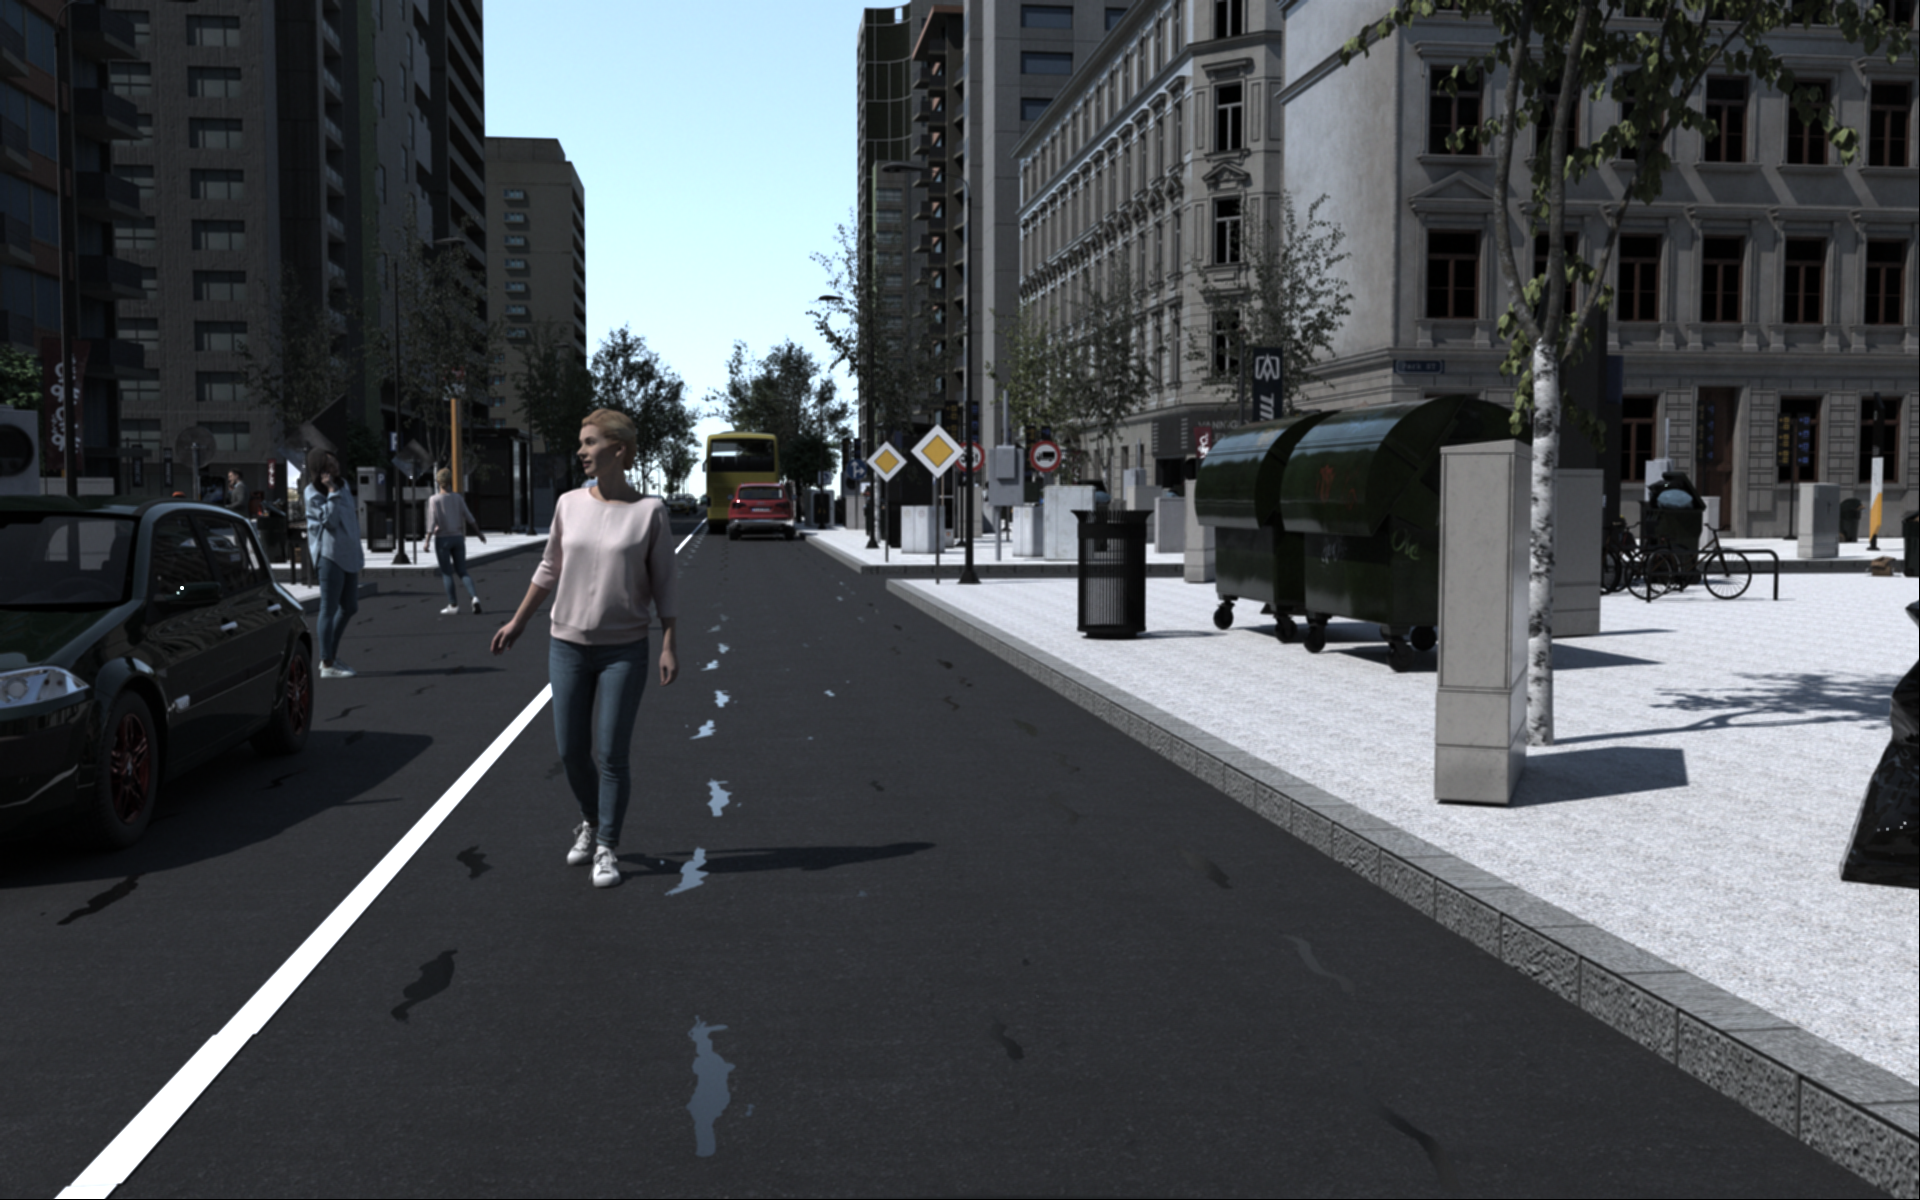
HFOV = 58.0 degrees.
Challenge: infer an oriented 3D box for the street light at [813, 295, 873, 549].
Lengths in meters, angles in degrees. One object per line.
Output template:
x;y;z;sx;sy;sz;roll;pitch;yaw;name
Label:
-2.604;-4.166;40.647;1.470;5.913;1.316;0;4;-8;street light

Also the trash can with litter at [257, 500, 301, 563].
-12.503;-1.273;32.198;1.055;1.170;0.624;-1;4;-10;trash can with litter

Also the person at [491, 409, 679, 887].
-1.394;0.163;6.501;0.731;1.740;0.598;0;4;-2;person

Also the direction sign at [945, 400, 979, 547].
0.044;-3.062;42.053;0.876;3.537;0.379;-1;4;-20;direction sign

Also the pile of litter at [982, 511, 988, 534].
0.307;-2.613;56.684;1.176;0.858;1.719;0;4;-4;pile of litter

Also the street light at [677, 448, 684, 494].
-28.749;-12.311;173.820;1.470;5.913;1.316;0;4;-8;street light

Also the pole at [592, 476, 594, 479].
-21.795;-6.669;102.873;0.158;3.312;0.155;0;3;0;pole

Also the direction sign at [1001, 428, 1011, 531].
1.596;-4.157;59.966;0.379;3.537;0.876;-1;4;-19;direction sign

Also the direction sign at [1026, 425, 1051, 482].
2.579;-3.985;57.158;0.876;3.537;0.379;-1;4;-18;direction sign

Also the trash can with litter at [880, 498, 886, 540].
-1.744;-2.238;47.974;1.055;1.170;0.624;1;4;15;trash can with litter

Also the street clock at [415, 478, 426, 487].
-24.328;-4.500;78.147;0.471;2.002;0.358;-2;4;-26;street clock

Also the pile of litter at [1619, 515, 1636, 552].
14.410;-1.514;38.724;1.719;0.858;1.176;-2;4;-24;pile of litter

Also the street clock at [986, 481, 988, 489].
1.647;-5.532;95.022;0.471;2.002;0.358;3;5;41;street clock

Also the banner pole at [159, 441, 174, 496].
-37.672;-5.634;82.131;0.401;3.779;0.863;2;4;32;banner pole

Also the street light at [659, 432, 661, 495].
-22.809;-9.583;129.224;1.470;5.913;1.316;0;4;-8;street light

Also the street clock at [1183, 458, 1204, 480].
4.707;-1.836;34.596;0.471;2.002;0.358;3;5;43;street clock

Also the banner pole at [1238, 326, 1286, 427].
4.448;-2.200;25.987;0.863;3.779;0.401;0;4;-6;banner pole

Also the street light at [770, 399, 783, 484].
-8.549;-6.862;84.736;1.470;5.913;1.316;0;4;-8;street light

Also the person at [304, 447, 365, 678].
-4.912;-0.293;13.550;0.793;1.790;0.793;-2;4;-24;person

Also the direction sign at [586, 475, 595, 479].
-16.314;-5.220;77.348;0.876;3.537;0.379;1;4;18;direction sign

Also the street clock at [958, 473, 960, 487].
-0.136;-3.362;59.538;0.358;2.002;0.471;-1;4;-15;street clock

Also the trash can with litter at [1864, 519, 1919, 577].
14.642;-0.946;26.862;1.055;1.170;0.624;2;4;35;trash can with litter

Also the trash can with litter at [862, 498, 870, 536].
-2.438;-2.557;53.192;1.055;1.170;0.624;-1;4;-18;trash can with litter

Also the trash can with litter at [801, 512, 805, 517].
-8.981;-5.318;98.342;1.055;1.170;0.624;-2;4;-34;trash can with litter

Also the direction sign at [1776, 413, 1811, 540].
23.301;-3.455;48.485;0.876;3.537;0.379;0;4;4;direction sign

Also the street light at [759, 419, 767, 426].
-11.512;-8.221;106.952;1.470;5.913;1.316;0;4;-8;street light

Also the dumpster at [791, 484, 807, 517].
-8.955;-5.442;94.737;1.264;1.857;1.865;0;4;-8;dumpster

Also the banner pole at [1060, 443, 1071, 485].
5.221;-5.838;85.461;0.863;3.779;0.401;3;5;44;banner pole

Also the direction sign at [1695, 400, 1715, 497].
18.072;-3.063;42.073;0.876;3.537;0.379;-3;5;-41;direction sign

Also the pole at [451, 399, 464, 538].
-10.783;-2.649;37.158;0.158;3.312;0.155;0;3;0;pole

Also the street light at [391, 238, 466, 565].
-9.671;-3.609;31.540;1.470;5.913;1.316;0;4;-8;street light

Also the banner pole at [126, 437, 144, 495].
-36.596;-5.305;76.746;0.863;3.779;0.401;-3;5;-42;banner pole

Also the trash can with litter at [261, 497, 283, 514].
-16.383;-1.873;41.689;1.678;1.210;2.233;1;4;15;trash can with litter

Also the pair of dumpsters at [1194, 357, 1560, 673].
3.301;-0.730;14.432;1.574;2.255;4.437;0;4;-8;pair of dumpsters

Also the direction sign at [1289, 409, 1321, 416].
9.224;-3.327;46.400;0.876;3.537;0.379;0;4;-6;direction sign

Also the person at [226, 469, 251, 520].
-11.802;-1.220;28.246;0.447;1.846;0.655;-1;4;-21;person

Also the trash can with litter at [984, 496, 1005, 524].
1.262;-3.966;75.896;1.678;1.210;2.233;0;4;-1;trash can with litter

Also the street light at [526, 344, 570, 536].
-12.725;-4.954;53.533;1.470;5.913;1.316;0;4;-8;street light

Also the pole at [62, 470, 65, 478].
-15.915;-2.264;30.861;0.158;3.312;0.155;0;3;0;pole

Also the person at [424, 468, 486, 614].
-5.955;-0.705;20.691;0.598;1.740;0.731;2;4;32;person

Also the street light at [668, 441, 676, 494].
-25.819;-10.965;151.811;1.470;5.913;1.316;0;4;-8;street light

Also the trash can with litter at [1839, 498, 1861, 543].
23.326;-2.093;45.600;1.055;1.170;0.624;-2;4;-35;trash can with litter

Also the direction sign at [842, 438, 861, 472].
-4.372;-4.769;69.976;0.876;3.537;0.379;-2;4;-33;direction sign

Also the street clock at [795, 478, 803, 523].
-7.121;-4.405;76.599;0.358;2.002;0.471;0;4;8;street clock

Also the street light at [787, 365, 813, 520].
-5.544;-5.512;62.655;1.470;5.913;1.316;0;4;-8;street light
